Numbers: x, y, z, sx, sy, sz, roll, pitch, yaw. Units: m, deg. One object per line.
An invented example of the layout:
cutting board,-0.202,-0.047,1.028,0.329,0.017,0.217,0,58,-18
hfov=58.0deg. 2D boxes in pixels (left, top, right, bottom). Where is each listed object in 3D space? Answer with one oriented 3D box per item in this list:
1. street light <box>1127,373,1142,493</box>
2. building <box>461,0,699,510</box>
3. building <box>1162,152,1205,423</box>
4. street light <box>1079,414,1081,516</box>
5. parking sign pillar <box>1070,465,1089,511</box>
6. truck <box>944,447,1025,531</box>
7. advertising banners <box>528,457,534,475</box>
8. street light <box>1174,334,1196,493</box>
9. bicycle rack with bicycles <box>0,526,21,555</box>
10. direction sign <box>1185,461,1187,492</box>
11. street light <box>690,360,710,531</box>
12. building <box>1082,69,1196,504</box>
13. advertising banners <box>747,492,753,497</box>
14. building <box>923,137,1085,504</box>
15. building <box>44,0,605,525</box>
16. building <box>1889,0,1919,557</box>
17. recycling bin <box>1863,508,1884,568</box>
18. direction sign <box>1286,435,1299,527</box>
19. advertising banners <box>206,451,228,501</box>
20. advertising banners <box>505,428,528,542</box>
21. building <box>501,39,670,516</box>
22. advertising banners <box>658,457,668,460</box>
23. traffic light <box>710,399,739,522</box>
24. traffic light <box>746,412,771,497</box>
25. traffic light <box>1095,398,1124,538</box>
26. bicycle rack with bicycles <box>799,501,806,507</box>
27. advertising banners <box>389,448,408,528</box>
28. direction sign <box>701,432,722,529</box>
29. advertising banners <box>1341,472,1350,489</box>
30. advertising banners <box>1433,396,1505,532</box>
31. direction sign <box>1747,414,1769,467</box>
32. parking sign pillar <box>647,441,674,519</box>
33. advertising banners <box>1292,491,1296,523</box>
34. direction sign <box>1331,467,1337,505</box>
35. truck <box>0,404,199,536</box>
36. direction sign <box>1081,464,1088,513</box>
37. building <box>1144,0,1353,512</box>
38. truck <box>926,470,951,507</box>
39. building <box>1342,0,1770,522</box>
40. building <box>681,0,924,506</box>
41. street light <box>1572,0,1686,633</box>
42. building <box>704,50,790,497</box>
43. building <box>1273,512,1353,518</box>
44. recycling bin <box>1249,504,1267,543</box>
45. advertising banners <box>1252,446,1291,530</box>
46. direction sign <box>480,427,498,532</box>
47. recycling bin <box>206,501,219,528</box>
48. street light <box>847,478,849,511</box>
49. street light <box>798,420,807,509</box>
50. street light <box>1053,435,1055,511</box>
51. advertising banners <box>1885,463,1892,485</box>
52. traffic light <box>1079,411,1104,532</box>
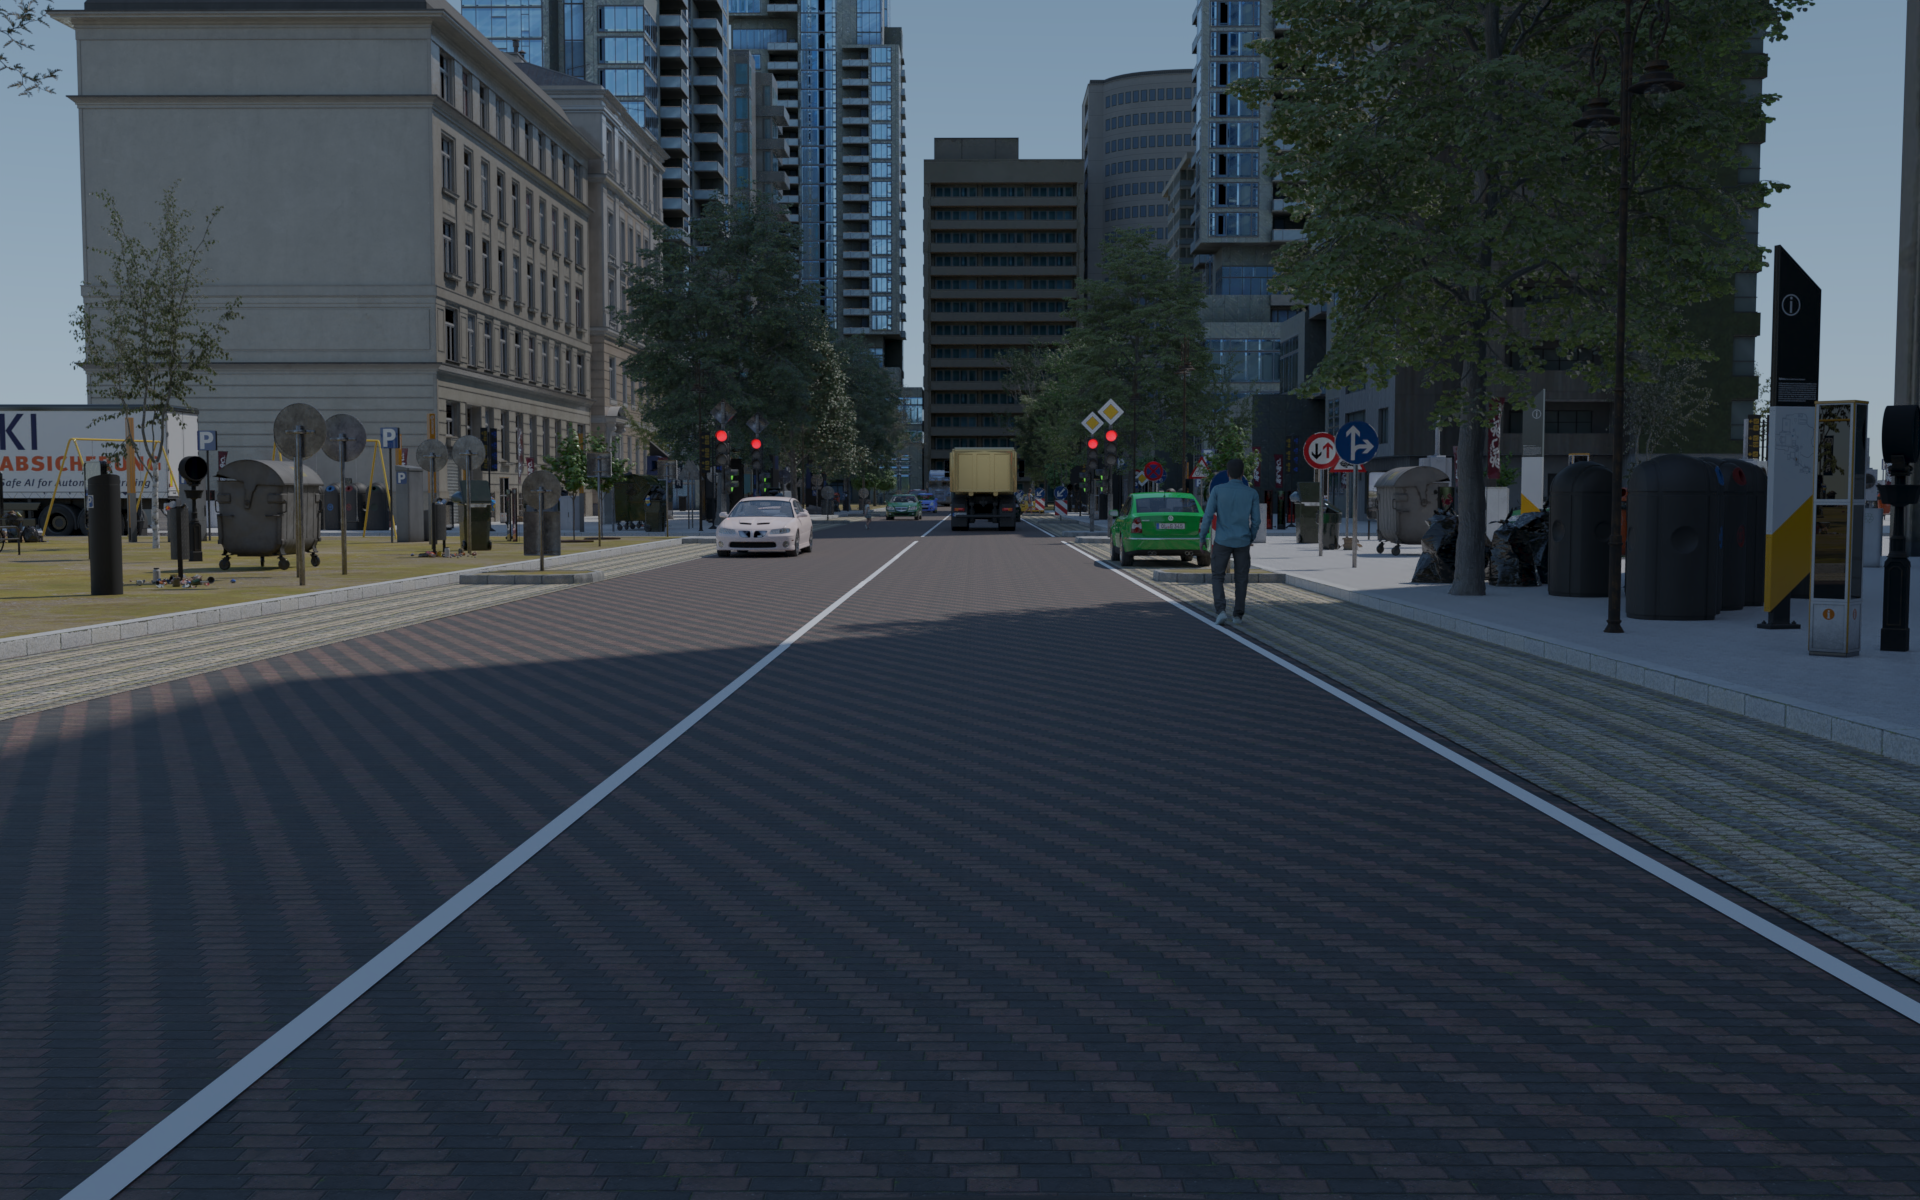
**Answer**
street light,6.586,-5.663,65.377,0.468,5.910,1.993,0,4,1
building,-30.778,-51.133,148.697,22.319,86.520,31.000,0,4,1
building,35.266,-30.258,186.604,32.217,40.220,23.993,0,4,1
street light,6.929,-7.757,99.614,0.468,5.910,1.993,0,4,1
parking sign pillar,8.978,-8.694,130.621,1.447,3.967,1.447,2,4,24
truck,0.980,-4.576,70.747,3.469,3.379,9.791,0,4,1
advertising banners,-19.864,-5.280,82.508,0.090,3.025,2.074,3,4,37
street light,6.486,-4.729,50.114,0.468,5.910,1.993,0,4,1
bicycle rack with bicycles,-20.811,-1.344,35.350,2.852,0.926,2.925,0,4,4
direction sign,14.177,-7.145,108.815,0.379,3.537,0.876,1,4,14
street light,-8.971,-5.322,59.798,0.468,5.910,1.993,0,4,1
building,31.247,-42.561,237.873,28.212,58.520,21.231,0,4,1
advertising banners,-15.274,-8.328,132.350,2.074,3.025,0.090,0,4,4
building,5.835,-37.590,238.290,21.600,48.544,21.300,0,4,1
building,-28.584,-15.399,85.050,16.112,22.955,30.059,0,4,1
building,29.975,-24.493,24.159,21.300,48.544,21.600,0,4,1
recycling bin,15.883,-1.104,30.611,0.722,1.027,0.722,2,4,31
direction sign,12.870,-4.596,67.149,0.379,3.537,0.876,-1,4,-21
advertising banners,-30.193,-4.493,69.640,0.090,3.025,2.074,1,4,23
advertising banners,-11.989,-3.081,46.569,0.090,3.025,2.074,-2,4,-26
building,-26.702,-19.816,109.899,13.634,28.700,20.117,0,4,1
advertising banners,-14.856,-5.283,82.565,2.074,3.025,0.090,1,4,15
traffic light,-6.956,-3.800,51.046,0.839,4.253,0.868,0,4,1
traffic light,-6.880,-4.288,59.031,0.839,4.253,0.868,0,4,1
traffic light,4.405,-3.794,50.955,0.839,4.253,0.868,0,4,1
bicycle rack with bicycles,-12.371,-7.219,131.413,2.925,0.926,2.852,-3,5,-44
advertising banners,-21.981,-4.281,66.176,2.074,3.025,0.090,1,4,15
direction sign,-9.032,-4.363,63.328,0.876,3.537,0.379,-1,4,-15
advertising banners,19.531,-5.406,84.570,2.074,3.025,0.090,1,4,21
advertising banners,8.995,-2.099,30.514,2.074,3.025,0.090,-3,5,-40
direction sign,22.844,-3.507,49.330,0.876,3.537,0.379,0,4,4
parking sign pillar,-15.242,-6.072,87.745,1.447,3.967,1.447,2,4,29
advertising banners,14.624,-4.903,76.358,2.074,3.025,0.090,-2,4,-29
direction sign,16.101,-5.050,74.568,0.379,3.537,0.876,0,4,-4
truck,-30.345,-4.053,55.178,11.283,4.237,2.839,0,4,-1
direction sign,8.780,-7.816,119.781,0.876,3.537,0.379,2,4,32
building,29.641,-51.667,157.419,22.319,86.520,31.000,0,4,1
truck,-2.395,-12.917,200.949,2.967,4.110,18.799,0,4,-1
building,24.915,-18.564,75.217,14.107,30.474,14.160,0,4,1
building,-20.457,-56.599,238.072,31.000,86.520,22.319,0,4,1
street light,6.060,-2.635,15.874,0.468,5.910,1.993,0,4,1
building,-34.105,-34.741,187.628,30.456,49.044,23.786,0,4,1
building,29.986,-48.428,104.461,22.319,86.520,31.000,0,4,1
recycling bin,7.657,-2.021,45.593,0.722,1.027,0.722,0,4,1
advertising banners,11.241,-4.084,62.954,0.090,3.025,2.074,-2,4,-28
direction sign,-16.121,-4.118,59.328,0.379,3.537,0.876,1,4,22
recycling bin,-28.200,-3.247,65.636,0.722,1.027,0.722,0,4,4
street light,-8.265,-9.472,127.650,0.468,5.910,1.993,0,4,1
street light,-8.493,-7.397,93.723,0.468,5.910,1.993,0,4,1
street light,7.300,-9.840,133.672,0.468,5.910,1.993,0,4,1
advertising banners,36.023,-4.258,65.809,2.074,3.025,0.090,0,4,-3
traffic light,4.480,-4.283,58.940,0.839,4.253,0.868,0,4,1
